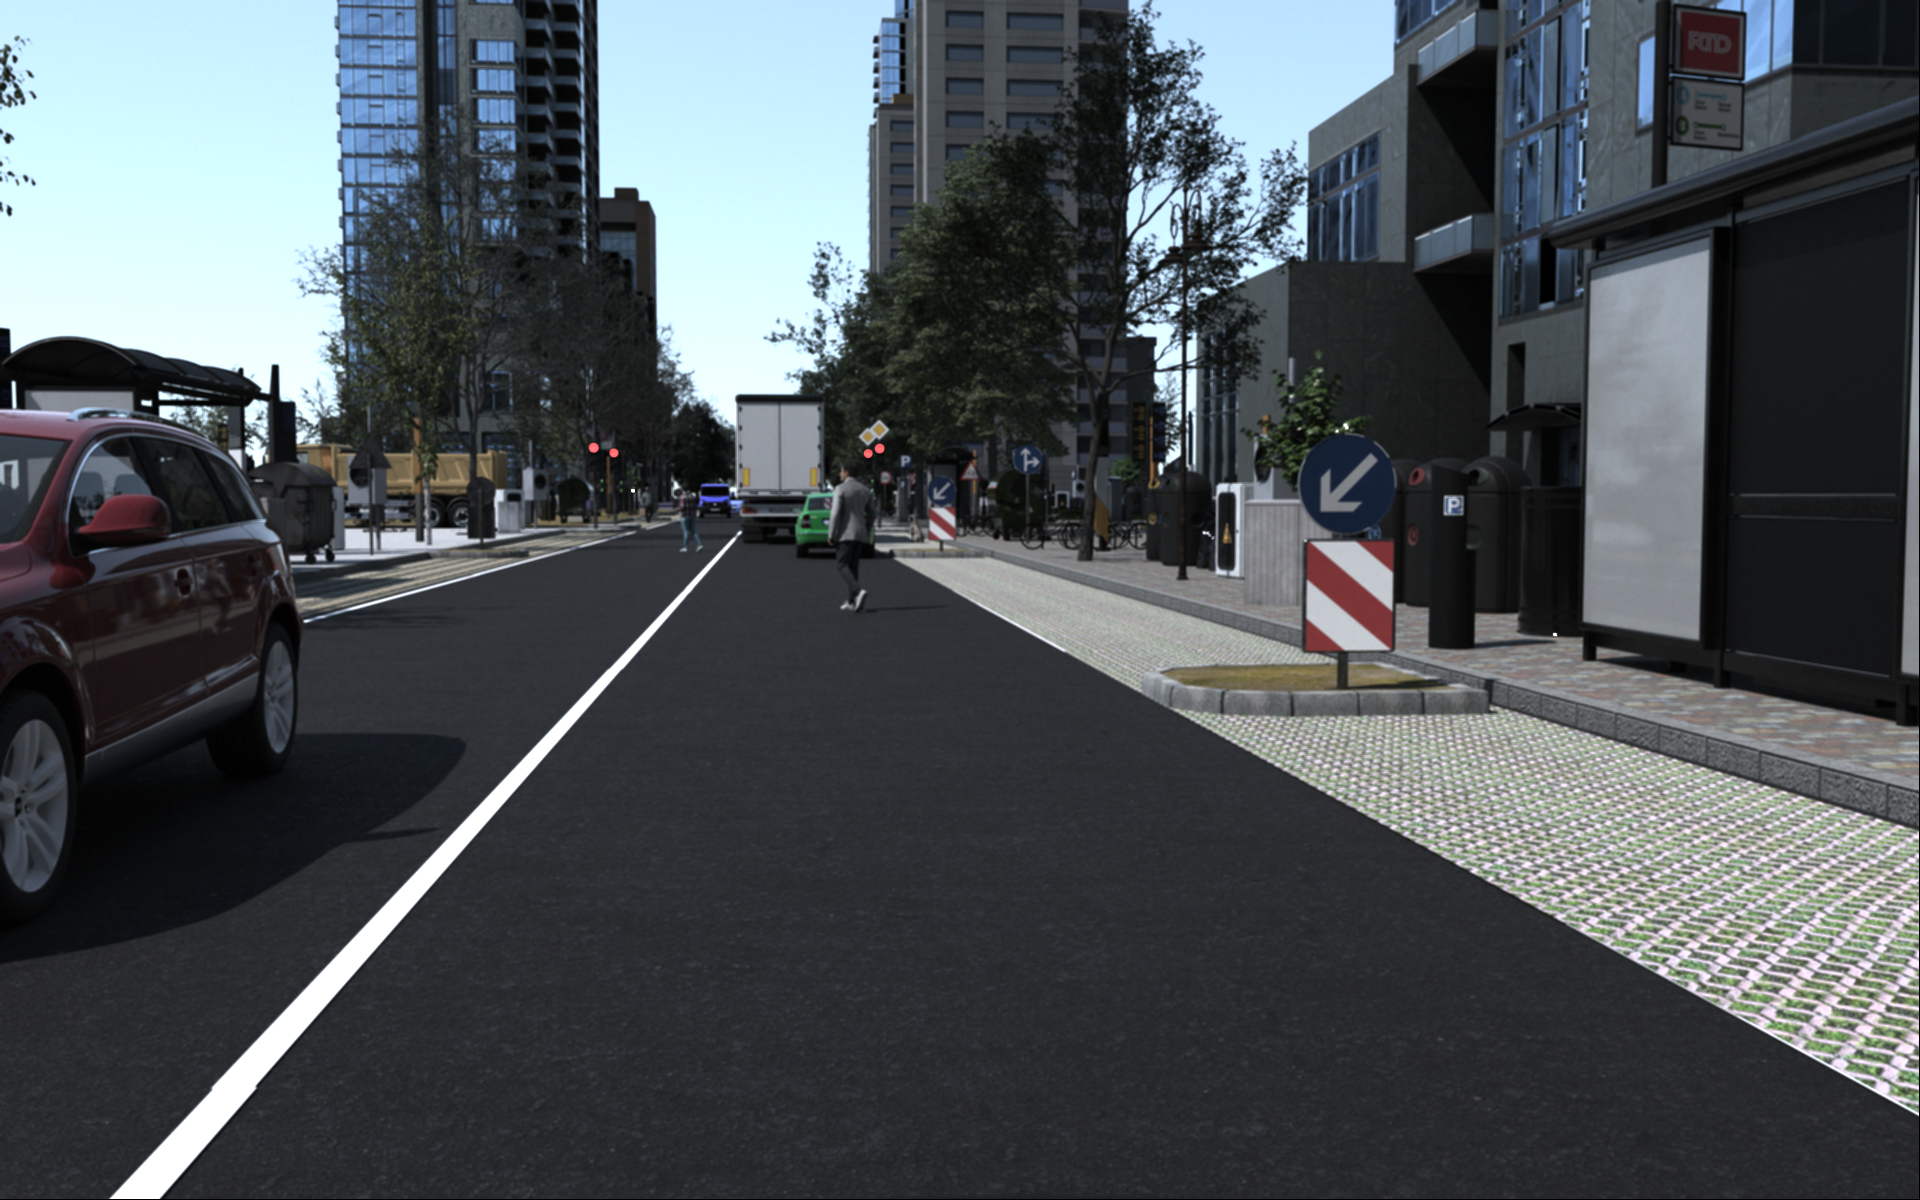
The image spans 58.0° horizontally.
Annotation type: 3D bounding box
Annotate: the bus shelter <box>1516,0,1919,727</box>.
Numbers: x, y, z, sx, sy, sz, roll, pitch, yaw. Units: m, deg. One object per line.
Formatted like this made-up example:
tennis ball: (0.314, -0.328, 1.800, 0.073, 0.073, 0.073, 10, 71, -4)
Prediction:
bus shelter: (5.741, -2.092, 11.830, 2.179, 5.291, 8.768, 0, 4, -6)

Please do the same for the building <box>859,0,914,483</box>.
building: (-6.690, -59.865, 291.470, 22.319, 86.520, 31.000, 0, 4, -6)

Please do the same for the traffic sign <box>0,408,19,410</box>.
traffic sign: (-11.498, -1.133, 20.648, 0.606, 2.300, 0.079, 0, 4, -6)

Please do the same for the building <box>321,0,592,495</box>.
building: (-44.997, -51.724, 158.355, 22.319, 86.520, 31.000, 0, 4, -6)

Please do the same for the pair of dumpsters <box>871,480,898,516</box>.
pair of dumpsters: (-4.340, -6.030, 101.088, 1.574, 2.255, 4.437, 0, 4, -6)

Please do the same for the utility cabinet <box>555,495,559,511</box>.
utility cabinet: (-31.182, -7.486, 133.553, 1.020, 1.237, 0.306, 2, 4, 25)

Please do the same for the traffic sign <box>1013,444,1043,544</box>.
traffic sign: (1.749, -2.718, 44.550, 0.768, 2.556, 0.104, 0, 4, 3)

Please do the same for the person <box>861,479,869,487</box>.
person: (-2.704, -2.370, 47.345, 0.679, 1.850, 0.850, -3, 5, -43)

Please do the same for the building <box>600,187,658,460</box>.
building: (-52.240, -37.068, 256.166, 14.600, 45.320, 14.200, 0, 4, -6)

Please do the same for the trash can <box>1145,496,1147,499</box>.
trash can: (12.948, -6.503, 117.983, 0.748, 1.137, 0.748, 0, 3, 0)

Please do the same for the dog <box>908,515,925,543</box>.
dog: (-1.286, -2.056, 50.444, 0.513, 0.831, 0.800, 0, 4, 3)

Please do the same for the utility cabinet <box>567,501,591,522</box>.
utility cabinet: (-17.242, -4.252, 78.192, 1.173, 1.500, 0.318, 1, 4, 18)

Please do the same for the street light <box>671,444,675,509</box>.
street light: (-24.641, -10.775, 148.950, 0.468, 5.910, 1.993, 0, 4, -6)

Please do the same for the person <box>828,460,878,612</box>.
person: (-1.282, -0.785, 21.180, 0.661, 1.843, 0.795, -3, 4, -38)

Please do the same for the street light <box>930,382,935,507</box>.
street light: (-1.025, -5.632, 64.868, 0.468, 5.910, 1.993, 0, 4, -6)

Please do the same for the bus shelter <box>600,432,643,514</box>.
bus shelter: (-22.366, -8.369, 114.467, 2.179, 5.291, 8.768, 0, 4, -6)

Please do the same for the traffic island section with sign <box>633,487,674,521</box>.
traffic island section with sign: (-16.707, -5.219, 93.965, 1.989, 1.847, 2.006, 0, 4, -6)

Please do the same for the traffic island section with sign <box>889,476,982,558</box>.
traffic island section with sign: (-0.592, -1.880, 39.369, 1.989, 1.847, 2.006, 0, 4, -6)

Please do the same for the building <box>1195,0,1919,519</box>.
building: (20.684, -44.591, 41.728, 22.319, 86.520, 31.000, 0, 4, -6)

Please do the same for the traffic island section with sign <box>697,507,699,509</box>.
traffic island section with sign: (-24.982, -9.959, 171.461, 1.989, 1.847, 2.006, 0, 4, -6)

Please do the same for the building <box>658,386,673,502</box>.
building: (-60.926, -26.484, 278.051, 27.650, 21.520, 28.899, 0, 4, -6)

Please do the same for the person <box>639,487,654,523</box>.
person: (-15.514, -4.682, 85.542, 0.515, 1.767, 0.782, 3, 5, 42)

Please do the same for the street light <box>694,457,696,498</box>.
street light: (-28.827, -13.205, 188.684, 0.468, 5.910, 1.993, 0, 4, -6)

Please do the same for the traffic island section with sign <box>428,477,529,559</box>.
traffic island section with sign: (-10.839, -1.867, 39.158, 1.989, 1.847, 2.006, 0, 4, -6)

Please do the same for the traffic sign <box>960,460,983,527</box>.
traffic sign: (0.424, -4.011, 65.579, 0.884, 2.594, 0.081, 0, 4, 3)

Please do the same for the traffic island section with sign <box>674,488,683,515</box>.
traffic island section with sign: (-19.589, -6.875, 121.026, 1.989, 1.847, 2.006, 0, 4, -6)

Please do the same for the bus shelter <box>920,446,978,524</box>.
bus shelter: (-0.515, -5.003, 75.715, 2.014, 3.302, 5.546, 0, 4, -6)

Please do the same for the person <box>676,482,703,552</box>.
person: (-6.762, -2.070, 43.174, 0.643, 1.720, 0.563, 3, 4, 37)

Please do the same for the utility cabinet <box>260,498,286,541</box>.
utility cabinet: (-11.591, -1.107, 29.255, 0.306, 1.237, 1.020, -2, 4, -28)

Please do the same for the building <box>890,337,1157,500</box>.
building: (6.329, -21.914, 203.336, 27.650, 21.520, 28.899, 0, 4, -6)

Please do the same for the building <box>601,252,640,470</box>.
building: (-45.880, -26.426, 203.762, 14.160, 30.474, 14.107, 0, 4, -6)

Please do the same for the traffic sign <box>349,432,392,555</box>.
traffic sign: (-12.341, -2.218, 36.260, 0.884, 2.594, 0.081, 0, 4, -3)

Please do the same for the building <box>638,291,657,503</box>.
building: (-50.033, -28.804, 242.647, 14.160, 30.474, 14.107, 0, 4, -6)

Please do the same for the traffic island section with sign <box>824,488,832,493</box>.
traffic island section with sign: (-9.469, -6.958, 122.387, 1.989, 1.847, 2.006, 0, 4, -6)

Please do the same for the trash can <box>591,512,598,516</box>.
trash can: (-21.567, -5.508, 101.703, 0.748, 1.137, 0.748, 0, 3, 0)

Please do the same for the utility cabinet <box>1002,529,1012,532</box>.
utility cabinet: (1.671, -2.943, 59.282, 0.306, 1.237, 1.020, 1, 4, 14)

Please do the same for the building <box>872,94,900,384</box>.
building: (-2.669, -44.060, 262.376, 21.231, 58.520, 28.212, 0, 4, -6)

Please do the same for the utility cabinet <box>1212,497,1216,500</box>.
utility cabinet: (5.729, -1.690, 38.788, 1.020, 1.237, 0.306, 1, 4, 8)

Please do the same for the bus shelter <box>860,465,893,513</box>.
bus shelter: (-5.772, -7.691, 119.678, 2.014, 3.302, 5.546, 0, 4, -6)

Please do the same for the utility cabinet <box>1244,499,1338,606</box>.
utility cabinet: (3.800, -0.535, 19.907, 1.020, 1.237, 0.306, 1, 4, 23)

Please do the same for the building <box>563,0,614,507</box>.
building: (-47.069, -45.671, 184.967, 20.563, 71.187, 20.611, 0, 4, -6)

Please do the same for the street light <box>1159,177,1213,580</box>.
street light: (3.326, -3.237, 25.710, 0.468, 5.910, 1.993, 0, 4, -6)

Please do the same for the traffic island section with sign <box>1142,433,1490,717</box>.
traffic island section with sign: (2.333, -0.208, 12.025, 1.989, 1.847, 2.006, 0, 4, -6)

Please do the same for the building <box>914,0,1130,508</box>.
building: (5.909, -38.624, 173.498, 21.231, 58.520, 28.212, 0, 4, -6)

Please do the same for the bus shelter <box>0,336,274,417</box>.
bus shelter: (-11.708, -1.900, 24.985, 2.014, 3.302, 5.546, 0, 4, -6)
